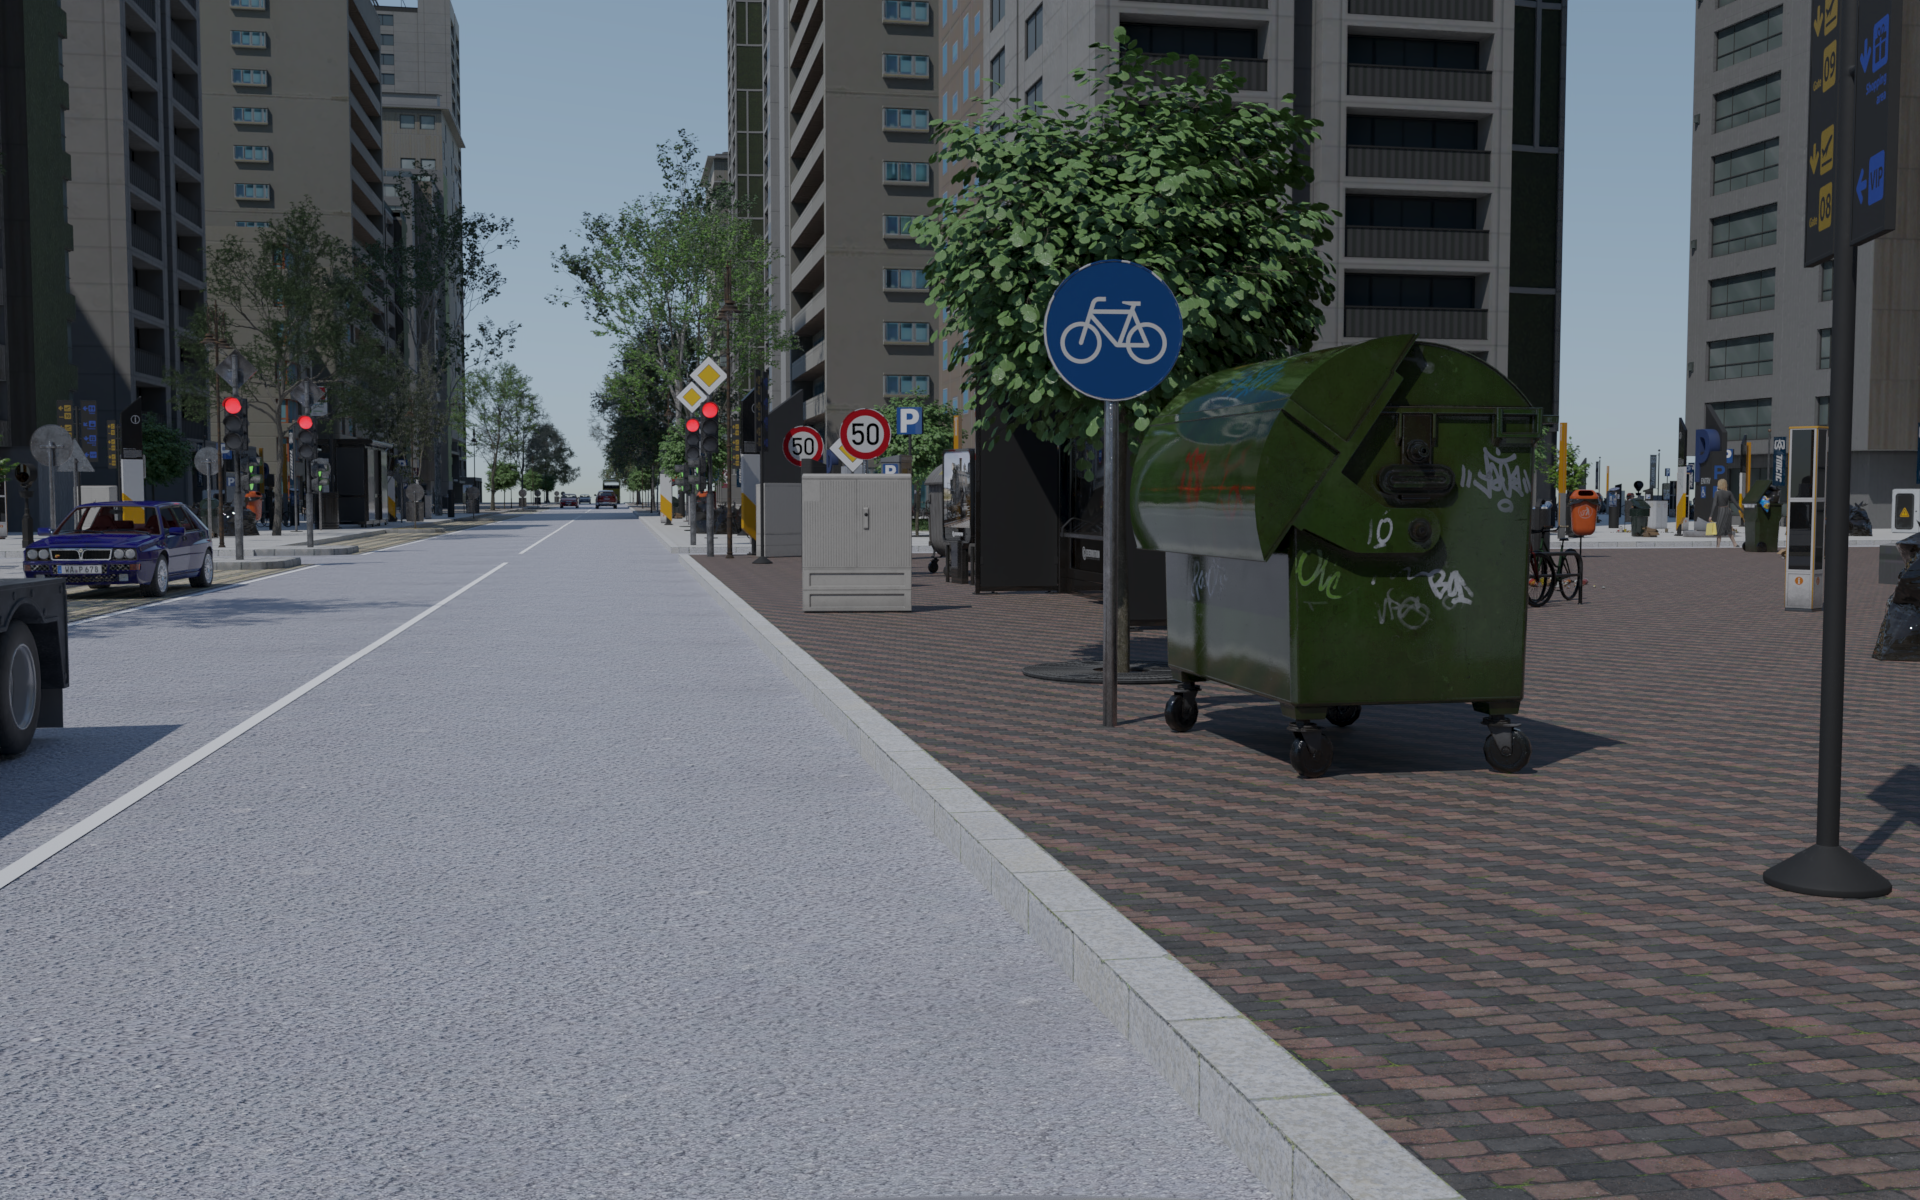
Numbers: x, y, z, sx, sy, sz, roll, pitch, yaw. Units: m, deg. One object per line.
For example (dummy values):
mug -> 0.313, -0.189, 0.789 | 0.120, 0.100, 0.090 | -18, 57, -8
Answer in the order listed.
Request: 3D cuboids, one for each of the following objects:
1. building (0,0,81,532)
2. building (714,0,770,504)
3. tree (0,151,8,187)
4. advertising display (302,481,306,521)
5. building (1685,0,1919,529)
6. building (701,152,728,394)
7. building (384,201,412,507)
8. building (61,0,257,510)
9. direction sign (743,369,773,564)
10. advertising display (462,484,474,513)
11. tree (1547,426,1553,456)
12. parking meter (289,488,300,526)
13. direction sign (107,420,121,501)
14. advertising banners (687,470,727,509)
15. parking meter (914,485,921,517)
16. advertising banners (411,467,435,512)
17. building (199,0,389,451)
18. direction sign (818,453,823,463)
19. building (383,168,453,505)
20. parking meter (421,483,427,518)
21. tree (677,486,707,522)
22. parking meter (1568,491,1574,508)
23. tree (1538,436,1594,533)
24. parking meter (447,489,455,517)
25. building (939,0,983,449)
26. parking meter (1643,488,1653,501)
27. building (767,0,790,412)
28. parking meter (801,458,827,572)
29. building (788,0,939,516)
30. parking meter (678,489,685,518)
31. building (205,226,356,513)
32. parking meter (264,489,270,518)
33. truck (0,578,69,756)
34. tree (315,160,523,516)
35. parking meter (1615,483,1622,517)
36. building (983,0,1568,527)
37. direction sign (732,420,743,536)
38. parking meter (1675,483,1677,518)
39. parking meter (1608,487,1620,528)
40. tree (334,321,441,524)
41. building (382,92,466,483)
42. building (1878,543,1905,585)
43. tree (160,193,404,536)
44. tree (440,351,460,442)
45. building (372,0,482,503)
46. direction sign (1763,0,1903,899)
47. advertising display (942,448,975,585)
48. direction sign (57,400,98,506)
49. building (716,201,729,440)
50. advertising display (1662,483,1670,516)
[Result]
building -> -37.665, -17.289, 54.372 | 14.160, 30.474, 14.107 | -1, 4, -11
building -> -21.401, -48.143, 225.389 | 20.563, 71.187, 20.611 | -1, 4, -11
tree -> -13.419, -5.040, 16.820 | 7.601, 10.594, 8.767 | -3, 5, -43
advertising display -> -31.353, -4.813, 83.906 | 0.123, 1.923, 0.974 | 3, 5, 42
building -> 38.704, -18.073, 67.202 | 14.107, 30.474, 14.160 | -1, 4, -11
building -> -24.462, -41.295, 264.417 | 28.713, 52.752, 27.495 | -1, 4, -11
building -> -61.476, -24.237, 167.977 | 14.160, 30.474, 14.107 | -1, 4, -11
building -> -45.598, -39.336, 81.391 | 20.563, 71.187, 20.611 | -1, 4, -11
direction sign -> -3.640, -2.435, 31.805 | 0.379, 3.537, 0.876 | 0, 4, 8
advertising display -> -32.596, -6.705, 114.839 | 0.974, 1.923, 0.123 | 2, 4, 31
tree -> 16.603, -4.286, 53.787 | 4.285, 4.588, 4.351 | 0, 3, 0
parking meter -> -26.938, -3.772, 70.086 | 0.372, 1.533, 0.369 | 0, 3, 0
direction sign -> -25.691, -3.727, 52.940 | 0.876, 3.537, 0.379 | 1, 4, 22
advertising banners -> -11.316, -5.035, 78.507 | 2.074, 3.025, 0.090 | 0, 4, 2
parking meter -> -2.374, -5.554, 96.511 | 0.255, 1.863, 0.399 | -2, 4, -32
advertising banners -> -35.051, -7.196, 113.839 | 2.074, 3.025, 0.090 | 0, 4, 5
building -> -61.884, -32.109, 148.691 | 21.300, 48.544, 21.600 | -1, 4, -11
direction sign -> -6.000, -4.931, 72.613 | 0.379, 3.537, 0.876 | 2, 4, 31
building -> -70.026, -32.254, 210.950 | 14.154, 41.232, 14.086 | -1, 4, -11
parking meter -> -29.172, -5.421, 94.350 | 0.255, 1.863, 0.399 | 0, 4, -5
tree -> -12.476, -5.242, 80.311 | 1.663, 3.219, 1.824 | 0, 3, 0
parking meter -> 28.988, -4.669, 82.049 | 0.255, 1.863, 0.399 | -3, 5, -42
tree -> 20.098, -3.822, 57.097 | 1.663, 3.219, 1.824 | 0, 3, 0
parking meter -> -27.919, -5.295, 94.983 | 0.372, 1.533, 0.369 | 0, 3, 0
building -> 7.041, -26.581, 84.711 | 14.600, 45.320, 14.200 | -1, 4, -11
parking meter -> 25.931, -3.480, 65.305 | 0.372, 1.533, 0.369 | 0, 3, 0
building -> -5.970, -37.134, 149.139 | 21.231, 58.520, 28.212 | -1, 4, -11
parking meter -> -2.394, -1.395, 28.525 | 0.255, 1.863, 0.399 | 3, 5, 43
building -> 0.829, -29.727, 109.737 | 21.300, 48.544, 21.600 | -1, 4, -11
parking meter -> -15.083, -5.225, 93.844 | 0.372, 1.533, 0.369 | 0, 3, 0
building -> -60.026, -17.073, 124.190 | 27.650, 21.520, 28.899 | -1, 4, -11
parking meter -> -36.149, -5.024, 90.547 | 0.372, 1.533, 0.369 | 0, 3, 0
truck -> -4.344, -0.671, 0.735 | 2.967, 4.110, 18.799 | -1, 4, -13
tree -> -31.731, -15.001, 101.157 | 12.611, 20.169, 13.585 | 0, 3, 0
parking meter -> 36.093, -5.464, 95.049 | 0.399, 1.863, 0.255 | 1, 4, 22
building -> 12.971, -38.354, 65.347 | 20.611, 71.187, 20.563 | -1, 4, -11
direction sign -> -6.686, -3.745, 53.231 | 0.876, 3.537, 0.379 | 3, 4, 39
parking meter -> 39.214, -5.430, 94.484 | 0.399, 1.863, 0.255 | -3, 5, -42
parking meter -> 24.486, -3.451, 64.834 | 0.372, 1.533, 0.369 | 0, 3, 0
tree -> -24.380, -7.520, 73.315 | 4.360, 8.622, 3.978 | 0, 3, 0
building -> -81.100, -39.192, 230.023 | 28.713, 52.752, 27.495 | -1, 4, -11
building -> 24.768, -28.879, 14.166 | 21.231, 58.520, 28.212 | -1, 4, -11
tree -> -20.746, -7.265, 53.193 | 7.601, 10.594, 8.767 | -1, 4, -22
tree -> -26.013, -8.101, 82.821 | 4.360, 8.622, 3.978 | 0, 3, 0
building -> -81.557, -49.898, 254.078 | 20.563, 71.187, 20.611 | -1, 4, -11
direction sign -> 2.838, -0.830, 5.565 | 0.379, 3.537, 0.876 | 1, 4, 12
advertising display -> -0.002, -1.195, 24.760 | 0.123, 1.923, 0.974 | -2, 4, -25
direction sign -> -21.323, -3.053, 41.911 | 0.876, 3.537, 0.379 | -1, 4, -13
building -> -27.071, -34.220, 243.094 | 14.154, 41.232, 14.086 | -1, 4, -11
advertising display -> 41.157, -5.829, 100.515 | 0.974, 1.923, 0.123 | -1, 4, -19
